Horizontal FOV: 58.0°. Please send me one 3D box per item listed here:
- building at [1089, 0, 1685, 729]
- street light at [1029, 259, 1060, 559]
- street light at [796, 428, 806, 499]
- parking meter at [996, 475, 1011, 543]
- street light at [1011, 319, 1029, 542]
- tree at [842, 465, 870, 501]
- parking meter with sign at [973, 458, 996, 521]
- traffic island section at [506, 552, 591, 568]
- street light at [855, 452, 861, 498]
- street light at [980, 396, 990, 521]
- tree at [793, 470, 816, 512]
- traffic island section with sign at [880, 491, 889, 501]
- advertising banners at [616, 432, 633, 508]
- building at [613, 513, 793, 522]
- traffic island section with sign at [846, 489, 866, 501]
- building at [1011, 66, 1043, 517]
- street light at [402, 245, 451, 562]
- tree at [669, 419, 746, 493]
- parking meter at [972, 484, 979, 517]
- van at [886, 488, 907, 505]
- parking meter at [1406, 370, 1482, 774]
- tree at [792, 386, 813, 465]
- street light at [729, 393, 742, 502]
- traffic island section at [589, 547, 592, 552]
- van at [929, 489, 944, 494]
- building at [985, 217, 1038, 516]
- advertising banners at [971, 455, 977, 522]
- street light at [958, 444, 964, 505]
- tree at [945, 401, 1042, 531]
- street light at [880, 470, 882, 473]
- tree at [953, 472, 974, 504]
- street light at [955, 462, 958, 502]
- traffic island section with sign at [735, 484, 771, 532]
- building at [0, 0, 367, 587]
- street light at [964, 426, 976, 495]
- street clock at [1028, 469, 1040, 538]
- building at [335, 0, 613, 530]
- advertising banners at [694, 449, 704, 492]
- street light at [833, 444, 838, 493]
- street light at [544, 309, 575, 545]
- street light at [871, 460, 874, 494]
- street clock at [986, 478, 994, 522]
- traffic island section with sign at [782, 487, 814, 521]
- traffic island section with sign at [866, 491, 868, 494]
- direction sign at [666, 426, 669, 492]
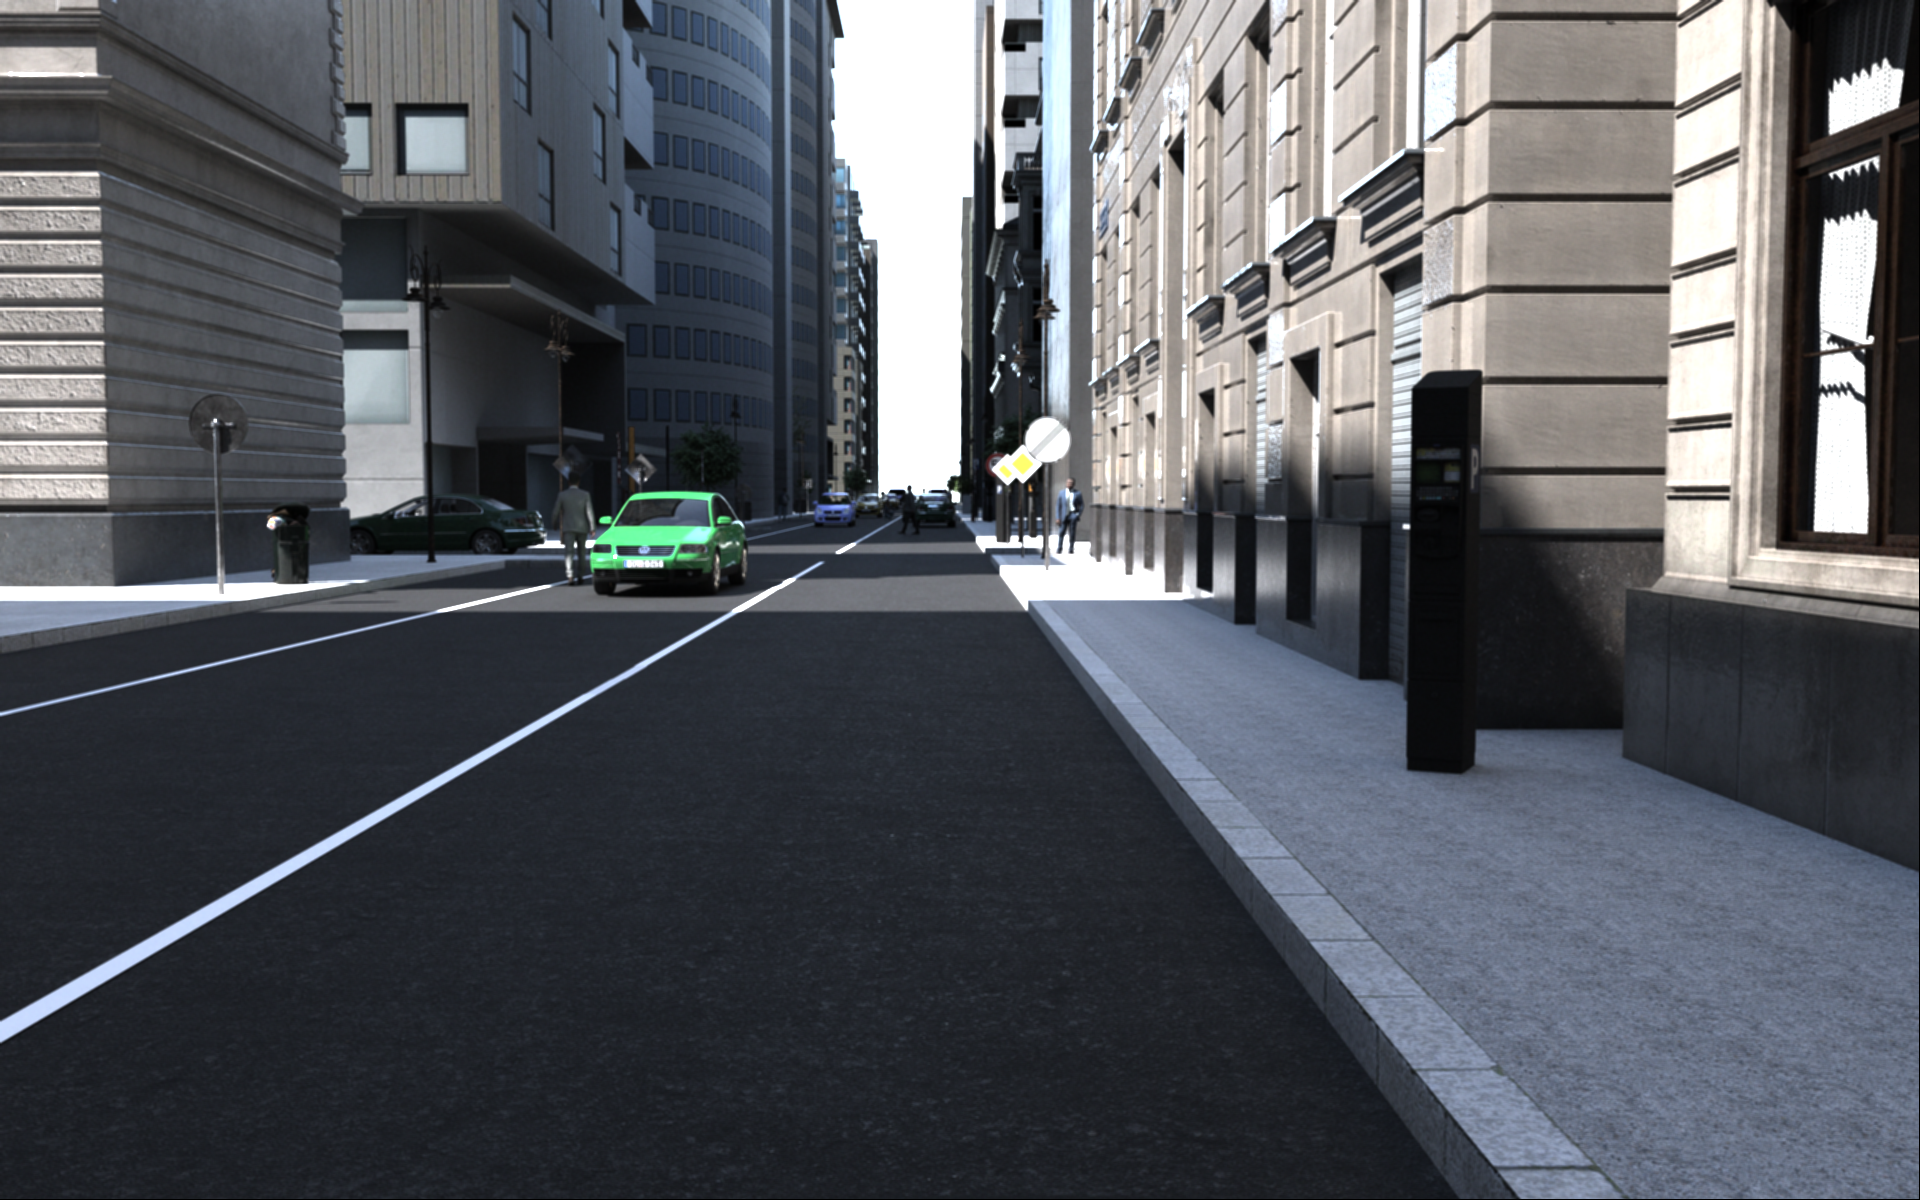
[{"bbox_3d":[8.288,-13.669,20.755,12.463,27.353,25.104,0,4,-1],"label":"building"},{"bbox_3d":[1.693,-3.757,34.222,0.468,5.910,1.993,0,4,-1],"label":"street light"},{"bbox_3d":[-10.867,-8.998,119.912,0.468,5.910,1.993,0,4,-1],"label":"street light"},{"bbox_3d":[1.143,-2.428,45.414,0.255,1.863,0.399,-2,4,-35],"label":"parking meter"},{"bbox_3d":[1.604,-4.468,45.844,0.468,5.910,1.993,0,4,-1],"label":"street light"},{"bbox_3d":[-11.721,-12.941,195.295,4.285,4.588,4.351,0,3,0],"label":"tree"},{"bbox_3d":[1.478,-5.391,84.400,1.738,3.016,0.543,-3,4,-36],"label":"parking meter with sign"},{"bbox_3d":[-7.850,-0.780,35.034,2.009,0.180,2.903,0,4,-1],"label":"traffic island section"},{"bbox_3d":[-11.729,-14.068,202.797,0.468,5.910,1.993,0,4,-1],"label":"street light"},{"bbox_3d":[1.189,-6.657,81.623,0.468,5.910,1.993,0,4,-1],"label":"street light"},{"bbox_3d":[-11.173,-8.090,126.878,1.663,3.219,1.824,0,3,0],"label":"tree"},{"bbox_3d":[-10.227,-14.886,252.015,1.989,1.847,2.006,0,4,-1],"label":"traffic island section with sign"},{"bbox_3d":[-9.605,-3.265,49.577,0.090,3.025,2.074,0,4,1],"label":"advertising banners"},{"bbox_3d":[-20.677,-33.596,91.297,21.231,58.520,28.212,0,4,-1],"label":"building"},{"bbox_3d":[-9.028,-8.199,142.681,1.989,1.847,2.006,0,4,-1],"label":"traffic island section with sign"},{"bbox_3d":[9.708,-16.013,80.889,14.460,24.649,34.723,0,4,-1],"label":"building"},{"bbox_3d":[-9.929,-3.644,32.368,0.468,5.910,1.993,0,4,-1],"label":"street light"},{"bbox_3d":[-11.096,-5.652,76.118,4.285,4.588,4.351,0,3,0],"label":"tree"},{"bbox_3d":[0.869,-5.621,97.620,0.399,1.863,0.255,0,4,4],"label":"parking meter"},{"bbox_3d":[-6.501,-10.759,180.300,2.240,2.365,5.245,0,4,1],"label":"van"},{"bbox_3d":[2.253,-0.143,8.057,0.255,1.863,0.399,2,4,27],"label":"parking meter"},{"bbox_3d":[-11.433,-9.845,111.328,4.360,8.622,3.978,0,3,0],"label":"tree"},{"bbox_3d":[-10.319,-6.541,79.739,0.468,5.910,1.993,0,4,-1],"label":"street light"},{"bbox_3d":[-7.938,-1.268,43.019,2.009,0.180,2.903,0,4,-1],"label":"traffic island section"},{"bbox_3d":[-2.775,-12.292,205.353,2.240,2.365,5.245,0,4,-2],"label":"van"},{"bbox_3d":[7.072,-14.893,108.125,10.561,19.102,19.286,0,4,-1],"label":"building"},{"bbox_3d":[0.632,-5.083,79.296,0.090,3.025,2.074,0,4,-5],"label":"advertising banners"},{"bbox_3d":[0.318,-11.371,158.707,0.468,5.910,1.993,0,4,-1],"label":"street light"},{"bbox_3d":[2.351,-4.734,61.113,4.285,4.588,4.351,0,3,0],"label":"tree"},{"bbox_3d":[-12.524,-18.476,274.862,0.468,5.910,1.993,0,4,-1],"label":"street light"},{"bbox_3d":[0.746,-8.900,140.120,1.663,3.219,1.824,0,3,0],"label":"tree"},{"bbox_3d":[-0.074,-13.551,194.347,0.468,5.910,1.993,0,4,-1],"label":"street light"},{"bbox_3d":[-8.199,-3.492,65.724,1.989,1.847,2.006,0,4,-1],"label":"traffic island section with sign"},{"bbox_3d":[-20.930,-12.166,27.799,19.941,23.489,11.050,0,4,-1],"label":"building"},{"bbox_3d":[0.684,-9.191,123.066,0.468,5.910,1.993,0,4,-1],"label":"street light"},{"bbox_3d":[2.136,-2.793,50.239,0.358,2.002,0.471,1,4,10],"label":"street clock"},{"bbox_3d":[-25.163,-28.526,55.636,28.713,52.752,27.495,0,4,-1],"label":"building"},{"bbox_3d":[-10.079,-4.329,66.960,0.090,3.025,2.074,0,4,2],"label":"advertising banners"},{"bbox_3d":[-11.168,-11.203,155.963,0.468,5.910,1.993,0,4,-1],"label":"street light"},{"bbox_3d":[-9.989,-4.316,43.358,0.468,5.910,1.993,0,4,-1],"label":"street light"},{"bbox_3d":[-12.029,-16.248,238.439,0.468,5.910,1.993,0,4,-1],"label":"street light"},{"bbox_3d":[1.377,-4.611,79.966,0.358,2.002,0.471,-1,4,-20],"label":"street clock"},{"bbox_3d":[-8.490,-5.141,92.677,1.989,1.847,2.006,0,4,-1],"label":"traffic island section with sign"},{"bbox_3d":[-9.337,-9.872,170.027,1.989,1.847,2.006,0,4,-1],"label":"traffic island section with sign"},{"bbox_3d":[-9.735,-4.020,57.719,0.379,3.537,0.876,-1,4,-14],"label":"direction sign"}]
